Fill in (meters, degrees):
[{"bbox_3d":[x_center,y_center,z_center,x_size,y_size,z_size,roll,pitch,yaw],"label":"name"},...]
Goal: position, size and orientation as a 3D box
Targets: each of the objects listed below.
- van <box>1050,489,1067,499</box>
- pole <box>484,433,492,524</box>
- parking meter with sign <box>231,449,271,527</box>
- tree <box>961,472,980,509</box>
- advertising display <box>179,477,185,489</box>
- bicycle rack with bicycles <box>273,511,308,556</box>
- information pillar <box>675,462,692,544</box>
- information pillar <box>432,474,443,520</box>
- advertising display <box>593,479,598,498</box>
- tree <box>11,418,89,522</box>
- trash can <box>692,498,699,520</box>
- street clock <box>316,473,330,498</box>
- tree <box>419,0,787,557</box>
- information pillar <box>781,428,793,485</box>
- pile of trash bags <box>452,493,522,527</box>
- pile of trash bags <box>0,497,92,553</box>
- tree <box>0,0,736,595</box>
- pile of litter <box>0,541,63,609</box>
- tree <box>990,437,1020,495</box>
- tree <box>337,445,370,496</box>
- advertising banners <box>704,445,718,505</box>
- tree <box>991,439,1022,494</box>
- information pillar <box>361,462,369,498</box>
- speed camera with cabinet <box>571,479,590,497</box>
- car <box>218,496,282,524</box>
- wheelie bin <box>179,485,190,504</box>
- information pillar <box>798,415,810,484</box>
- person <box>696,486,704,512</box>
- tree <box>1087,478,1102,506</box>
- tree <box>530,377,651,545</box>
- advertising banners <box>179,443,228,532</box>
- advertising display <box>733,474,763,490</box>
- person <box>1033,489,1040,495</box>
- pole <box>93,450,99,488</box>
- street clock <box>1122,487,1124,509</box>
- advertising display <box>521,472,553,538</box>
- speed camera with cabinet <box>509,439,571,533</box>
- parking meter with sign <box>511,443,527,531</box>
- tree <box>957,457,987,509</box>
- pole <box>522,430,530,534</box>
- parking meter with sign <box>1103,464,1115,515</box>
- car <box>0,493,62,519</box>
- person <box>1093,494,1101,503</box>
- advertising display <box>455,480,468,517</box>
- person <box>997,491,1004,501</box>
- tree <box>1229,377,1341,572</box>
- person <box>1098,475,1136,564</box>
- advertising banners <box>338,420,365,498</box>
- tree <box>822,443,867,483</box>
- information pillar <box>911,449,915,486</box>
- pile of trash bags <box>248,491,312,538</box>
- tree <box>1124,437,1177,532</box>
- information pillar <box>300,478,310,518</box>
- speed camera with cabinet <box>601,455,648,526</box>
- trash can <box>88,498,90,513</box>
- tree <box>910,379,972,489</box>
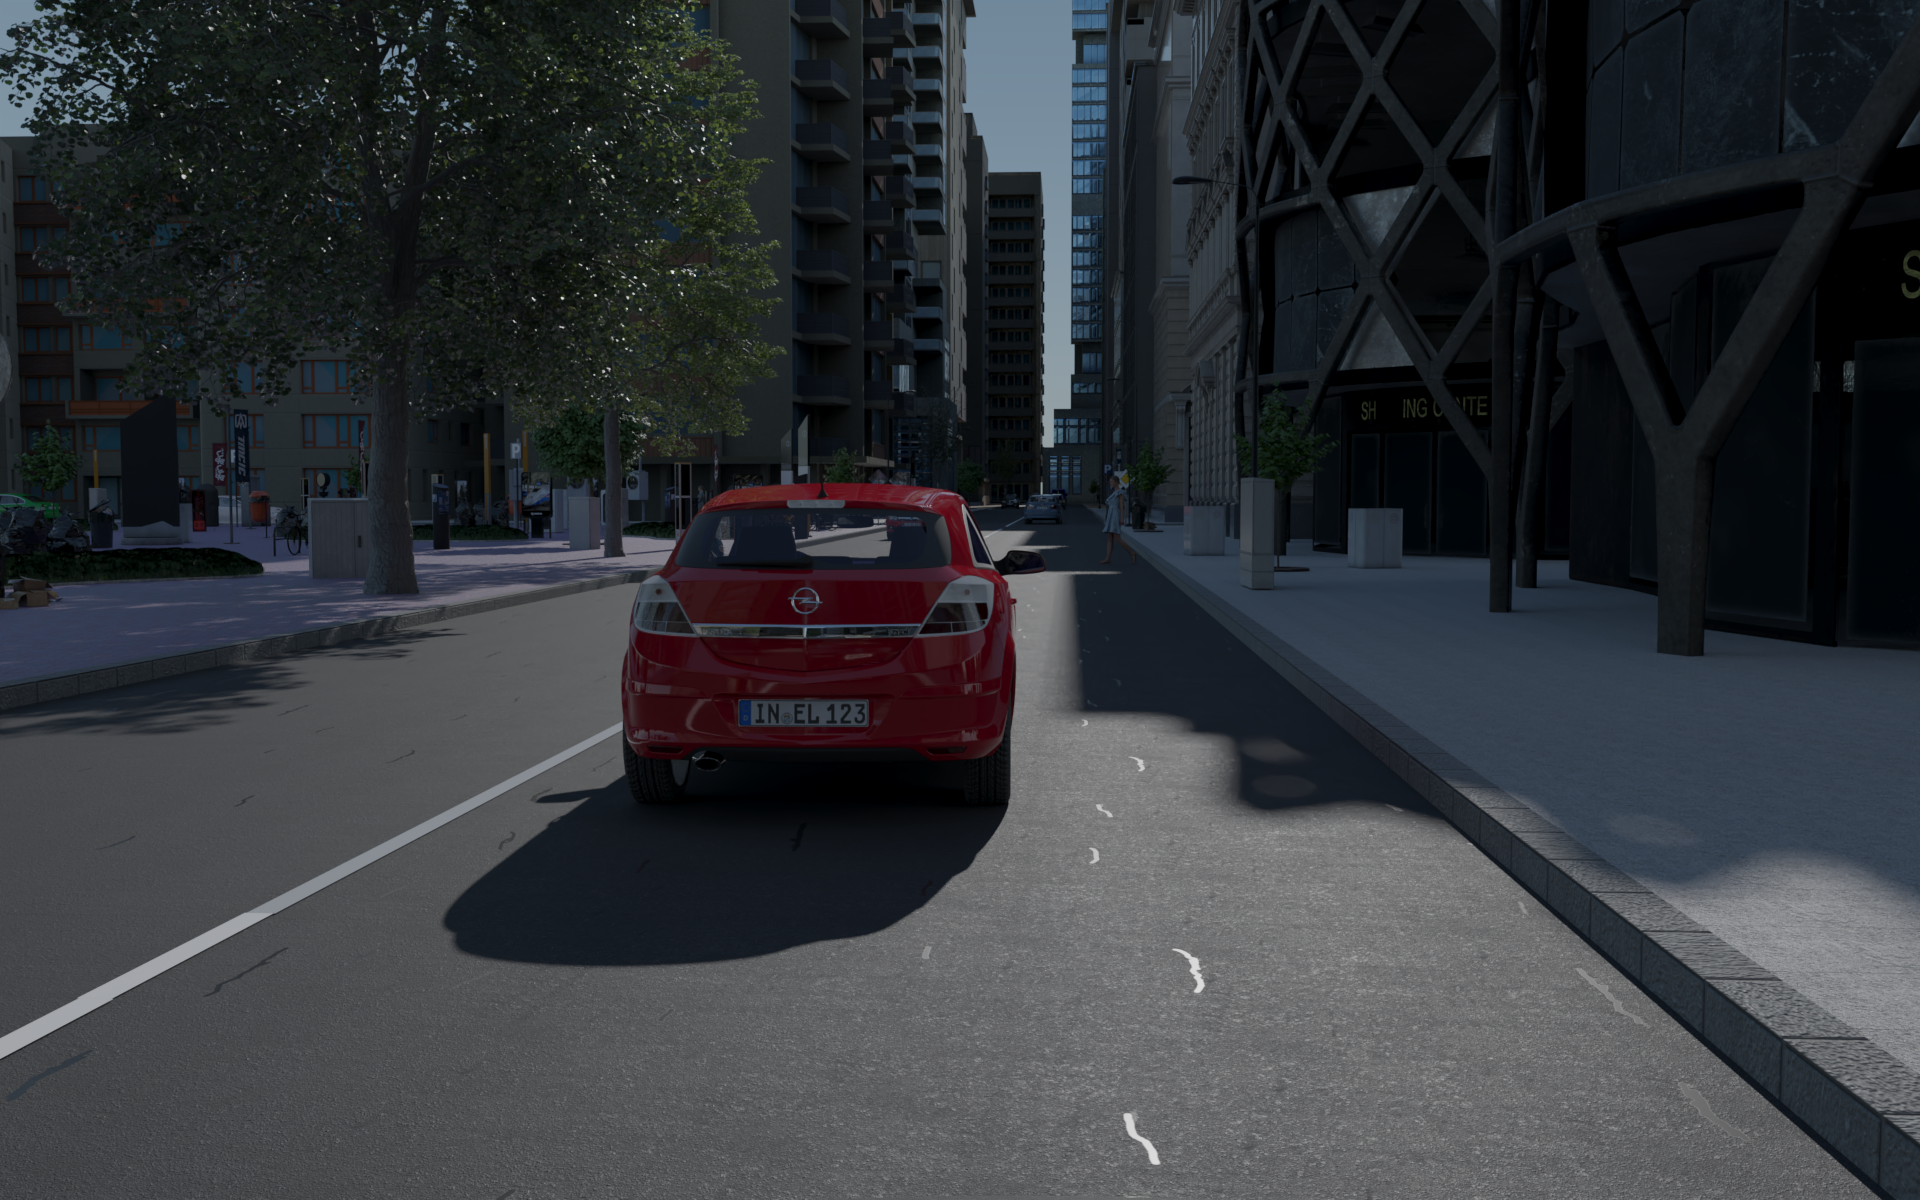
[{"bbox_3d":[12.370,-13.039,217.566,2.240,2.365,5.245,0,4,3],"label":"van"},{"bbox_3d":[-15.919,-3.946,58.365,0.158,3.312,0.155,0,3,0],"label":"pole"},{"bbox_3d":[-27.789,-4.382,67.900,0.543,3.016,1.738,1,4,18],"label":"parking meter with sign"},{"bbox_3d":[1.000,-9.413,148.496,1.663,3.219,1.824,0,3,0],"label":"tree"},{"bbox_3d":[-28.818,-3.593,63.959,0.123,1.923,0.974,0,4,-6],"label":"advertising display"},{"bbox_3d":[-13.221,-1.434,36.833,2.852,0.926,2.925,0,4,-4],"label":"bicycle rack with bicycles"},{"bbox_3d":[-6.458,-2.199,40.448,0.304,2.012,0.304,-2,4,-30],"label":"information pillar"},{"bbox_3d":[-19.520,-3.686,64.752,0.304,2.012,0.304,2,4,30],"label":"information pillar"},{"bbox_3d":[-13.698,-3.574,63.641,0.123,1.923,0.974,3,4,36],"label":"advertising display"},{"bbox_3d":[-23.266,-3.028,44.113,1.663,3.219,1.824,0,3,0],"label":"tree"},{"bbox_3d":[-10.532,-3.425,67.656,0.748,1.137,0.748,0,3,0],"label":"trash can"},{"bbox_3d":[-21.545,-3.308,58.649,0.471,2.002,0.358,2,4,32],"label":"street clock"},{"bbox_3d":[-7.510,-7.152,35.065,7.486,12.596,7.792,0,3,0],"label":"tree"},{"bbox_3d":[-6.134,-4.294,61.568,0.504,3.616,0.183,2,4,33],"label":"information pillar"},{"bbox_3d":[-18.243,-3.538,67.598,3.447,1.369,1.912,3,4,37],"label":"pile of trash bags"},{"bbox_3d":[-16.990,-1.258,30.316,1.912,1.369,3.447,1,4,14],"label":"pile of trash bags"},{"bbox_3d":[-7.303,-7.062,22.123,9.857,13.997,8.962,0,3,0],"label":"tree"},{"bbox_3d":[-10.937,-0.365,19.932,1.176,0.858,1.719,1,4,11],"label":"pile of litter"},{"bbox_3d":[5.674,-16.513,220.346,4.737,8.622,4.395,0,3,0],"label":"tree"},{"bbox_3d":[-23.452,-4.513,68.389,1.663,3.219,1.824,0,3,0],"label":"tree"},{"bbox_3d":[-8.930,-4.034,62.138,0.090,3.025,2.074,-1,4,-21],"label":"advertising banners"},{"bbox_3d":[6.204,-16.914,226.903,4.360,8.622,3.978,0,3,0],"label":"tree"},{"bbox_3d":[-13.363,-2.125,39.234,0.304,2.012,0.304,-2,4,-28],"label":"information pillar"},{"bbox_3d":[-24.862,-7.307,113.798,2.038,3.252,0.660,1,4,22],"label":"speed camera with cabinet"},{"bbox_3d":[-31.280,-3.821,74.836,4.827,1.381,2.083,0,4,4],"label":"car"},{"bbox_3d":[-27.514,-3.246,60.975,0.693,1.594,0.980,-3,5,-42],"label":"wheelie bin"},{"bbox_3d":[-4.625,-3.679,51.505,0.183,3.616,0.504,-3,5,-41],"label":"information pillar"},{"bbox_3d":[-11.208,-3.993,74.054,0.573,1.790,0.520,-1,4,-11],"label":"person"},{"bbox_3d":[14.867,-12.152,193.278,1.663,3.219,1.824,0,3,0],"label":"tree"},{"bbox_3d":[-9.392,-3.677,43.837,4.285,4.588,4.351,0,3,0],"label":"tree"},{"bbox_3d":[-25.952,-3.836,58.901,2.074,3.025,0.090,-2,4,-23],"label":"advertising banners"},{"bbox_3d":[-6.763,-3.065,55.324,0.974,1.923,0.123,-2,4,-24],"label":"advertising display"},{"bbox_3d":[5.631,-7.313,128.266,0.606,1.804,0.583,-1,4,-14],"label":"person"},{"bbox_3d":[-39.645,-5.240,79.515,0.158,3.312,0.155,0,3,0],"label":"pole"},{"bbox_3d":[7.452,-4.604,79.845,0.358,2.002,0.471,-1,4,-15],"label":"street clock"},{"bbox_3d":[-12.273,-2.755,50.259,0.974,1.923,0.123,1,4,17],"label":"advertising display"},{"bbox_3d":[-15.122,-4.151,62.197,2.038,3.252,0.660,-1,4,-13],"label":"speed camera with cabinet"},{"bbox_3d":[-14.582,-3.874,59.606,0.543,3.016,1.738,2,4,35],"label":"parking meter with sign"},{"bbox_3d":[0.706,-10.263,151.506,4.285,4.588,4.351,0,3,0],"label":"tree"},{"bbox_3d":[-13.855,-3.757,55.273,0.158,3.312,0.155,0,3,0],"label":"pole"},{"bbox_3d":[8.758,-6.389,100.724,0.543,3.016,1.738,0,4,-8],"label":"parking meter with sign"},{"bbox_3d":[-42.755,-4.199,77.448,4.718,1.807,1.959,0,4,3],"label":"car"},{"bbox_3d":[18.504,-13.646,232.428,1.217,1.723,0.721,1,4,13],"label":"person"},{"bbox_3d":[-22.646,-4.492,78.657,0.123,1.923,0.974,1,4,12],"label":"advertising display"},{"bbox_3d":[5.694,-13.851,234.599,1.348,1.869,0.705,2,4,25],"label":"person"},{"bbox_3d":[5.235,-2.104,29.000,1.663,3.219,1.824,0,3,0],"label":"tree"},{"bbox_3d":[3.218,-1.646,35.500,0.778,1.811,0.616,0,4,-5],"label":"person"},{"bbox_3d":[-14.115,-2.697,40.285,0.090,3.025,2.074,0,4,-2],"label":"advertising banners"},{"bbox_3d":[-4.222,-4.293,64.789,1.663,3.219,1.824,0,3,0],"label":"tree"},{"bbox_3d":[-2.459,-6.107,91.200,0.183,3.616,0.504,-1,4,-22],"label":"information pillar"},{"bbox_3d":[-19.846,-2.581,51.953,1.912,1.369,3.447,2,4,27],"label":"pile of trash bags"},{"bbox_3d":[6.251,-3.910,58.524,1.663,3.219,1.824,0,3,0],"label":"tree"},{"bbox_3d":[-30.228,-4.616,79.958,0.304,2.012,0.304,-3,5,-41],"label":"information pillar"},{"bbox_3d":[-13.367,-4.562,68.927,2.038,3.252,0.660,2,4,31],"label":"speed camera with cabinet"},{"bbox_3d":[-34.884,-3.571,70.032,0.748,1.137,0.748,0,3,0],"label":"trash can"},{"bbox_3d":[-1.358,-9.837,111.204,4.360,8.622,3.978,0,3,0],"label":"tree"}]
